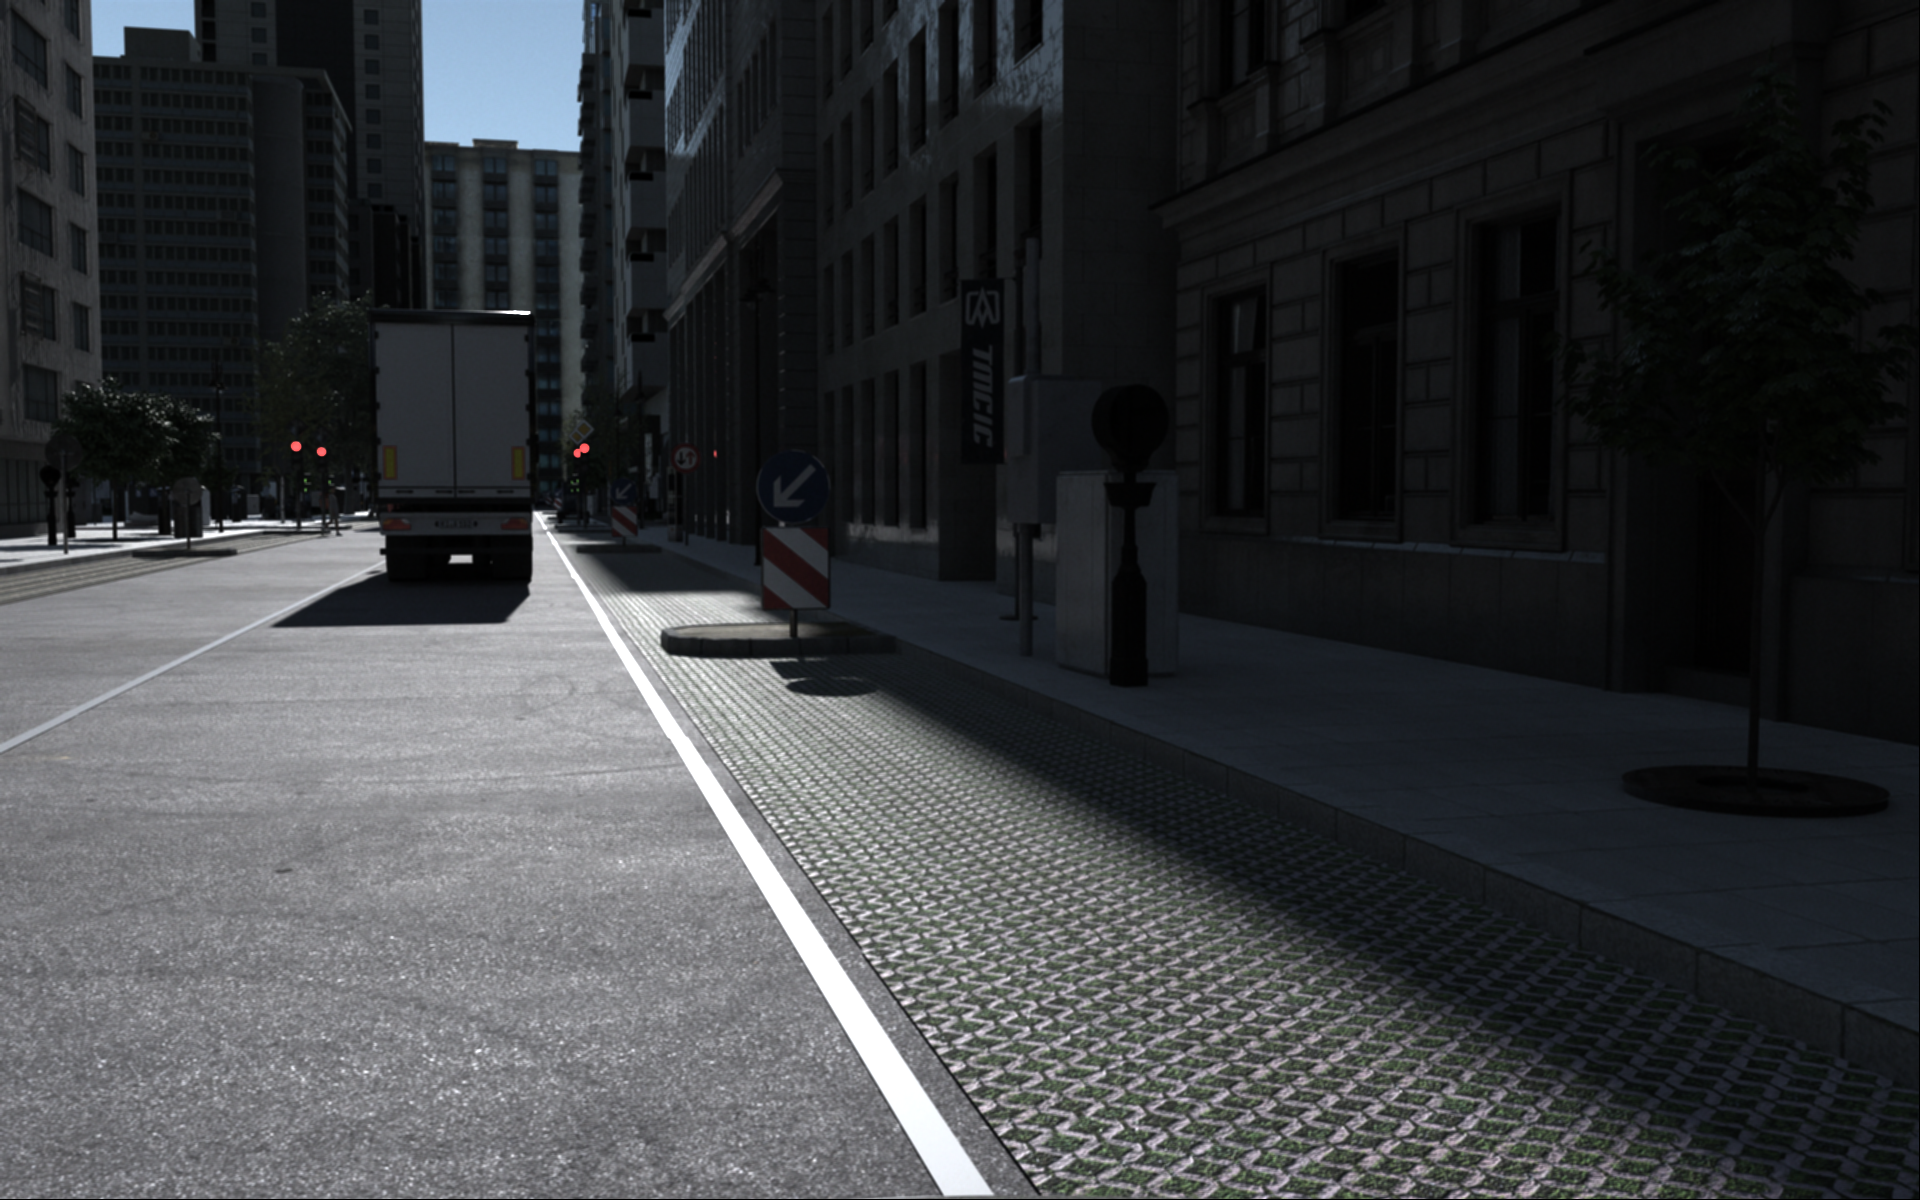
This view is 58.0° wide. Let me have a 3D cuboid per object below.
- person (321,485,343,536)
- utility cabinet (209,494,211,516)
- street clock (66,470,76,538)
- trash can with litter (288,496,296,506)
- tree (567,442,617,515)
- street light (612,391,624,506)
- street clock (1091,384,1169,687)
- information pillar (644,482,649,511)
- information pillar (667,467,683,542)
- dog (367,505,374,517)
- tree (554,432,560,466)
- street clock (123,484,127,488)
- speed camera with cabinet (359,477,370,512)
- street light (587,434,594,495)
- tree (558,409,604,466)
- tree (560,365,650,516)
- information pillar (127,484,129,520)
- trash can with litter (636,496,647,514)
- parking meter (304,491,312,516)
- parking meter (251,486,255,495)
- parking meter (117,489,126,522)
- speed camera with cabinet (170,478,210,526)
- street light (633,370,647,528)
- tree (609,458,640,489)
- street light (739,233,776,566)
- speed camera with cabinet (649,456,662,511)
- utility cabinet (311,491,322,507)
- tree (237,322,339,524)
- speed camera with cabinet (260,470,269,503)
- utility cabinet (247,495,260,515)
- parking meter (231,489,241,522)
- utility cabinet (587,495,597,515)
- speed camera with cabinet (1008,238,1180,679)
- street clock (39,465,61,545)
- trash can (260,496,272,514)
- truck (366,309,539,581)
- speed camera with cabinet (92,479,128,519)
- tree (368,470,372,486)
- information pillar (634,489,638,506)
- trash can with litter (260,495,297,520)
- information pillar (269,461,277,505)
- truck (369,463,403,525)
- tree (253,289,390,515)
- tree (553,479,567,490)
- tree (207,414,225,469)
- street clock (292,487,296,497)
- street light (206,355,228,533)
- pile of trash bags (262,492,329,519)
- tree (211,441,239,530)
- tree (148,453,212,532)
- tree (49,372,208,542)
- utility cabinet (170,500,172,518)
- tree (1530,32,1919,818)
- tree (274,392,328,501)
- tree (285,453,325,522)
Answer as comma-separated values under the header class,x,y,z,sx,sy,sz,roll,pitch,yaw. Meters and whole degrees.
class,x,y,z,sx,sy,sz,roll,pitch,yaw
person,-21.376,-3.040,58.955,0.466,1.731,0.760,2,4,35
utility cabinet,-44.073,-5.612,100.441,1.173,1.500,0.318,0,4,4
street clock,-25.961,-2.811,50.530,0.358,2.002,0.471,0,4,-7
trash can with litter,-47.624,-6.865,123.631,0.624,1.170,1.055,0,4,-4
tree,-22.708,-7.582,107.687,4.285,4.588,4.351,0,3,0
street light,-15.367,-6.423,77.812,0.468,5.910,1.993,-1,4,-14
street clock,1.131,-0.427,11.552,0.471,2.002,0.358,-2,4,-26
information pillar,-19.046,-6.179,105.511,0.304,2.012,0.304,1,4,14
information pillar,-7.655,-2.573,46.559,0.304,2.012,0.304,2,4,29
dog,-33.366,-4.982,98.296,0.513,0.831,0.800,0,4,-5
tree,-34.347,-12.565,155.801,4.737,8.622,4.395,0,3,0
street clock,-58.868,-7.204,122.354,0.358,2.002,0.471,1,4,20
speed camera with cabinet,-43.448,-8.028,125.594,0.660,3.252,2.038,0,4,2
street light,-23.747,-8.477,111.389,0.468,5.910,1.993,-1,4,-14
tree,-32.759,-12.207,149.948,4.360,8.622,3.978,0,3,0
tree,-20.079,-9.159,100.111,4.737,8.622,4.395,0,3,0
information pillar,-39.958,-4.836,83.557,0.304,2.012,0.304,-1,4,-13
trash can with litter,-17.912,-5.337,98.651,1.055,1.170,0.624,1,4,18
parking meter,-37.650,-5.602,100.000,0.372,1.533,0.369,0,3,0
parking meter,-53.885,-7.724,132.005,0.255,1.863,0.399,-1,4,-13
parking meter,-38.738,-4.376,79.961,0.372,1.533,0.369,0,3,0
speed camera with cabinet,-30.551,-4.544,68.627,0.660,3.252,2.038,0,4,6
street light,-11.876,-5.604,64.414,0.468,5.910,1.993,-1,4,-14
tree,-18.082,-5.983,92.428,1.663,3.219,1.824,0,3,0
street light,-3.617,-3.558,30.955,0.468,5.910,1.993,-1,4,-14
speed camera with cabinet,-15.282,-5.834,89.716,0.660,3.252,2.038,2,4,25
utility cabinet,-47.713,-7.302,128.068,0.318,1.500,1.173,2,4,26
tree,-29.231,-7.615,74.862,4.737,8.622,4.395,0,3,0
speed camera with cabinet,-52.841,-8.403,131.730,0.660,3.252,2.038,-2,4,-27
utility cabinet,-43.016,-5.740,105.014,0.306,1.237,1.020,3,4,38
parking meter,-33.062,-4.324,79.107,0.372,1.533,0.369,0,3,0
utility cabinet,-22.263,-5.725,104.765,0.306,1.237,1.020,-2,4,-31
speed camera with cabinet,0.959,-1.136,12.907,0.660,3.252,2.038,-1,4,-18
street clock,-22.849,-2.384,43.549,0.471,2.002,0.358,-2,4,-24
trash can,-42.934,-5.845,107.225,0.748,1.137,0.748,0,3,0
truck,-9.144,-2.630,31.912,2.839,4.237,11.283,-1,4,-15
speed camera with cabinet,-44.090,-5.866,90.239,2.038,3.252,0.660,0,4,2
tree,-44.291,-9.202,134.166,4.285,4.588,4.351,0,3,0
information pillar,-27.266,-8.641,145.774,0.304,2.012,0.304,-2,4,-25
trash can with litter,-33.709,-4.564,85.673,2.233,1.210,1.678,-2,4,-35
information pillar,-46.739,-7.736,117.832,0.504,3.616,0.183,0,4,5
truck,-24.150,-5.371,76.728,2.839,4.237,11.283,-1,4,-12
tree,-37.864,-12.230,106.623,9.857,13.997,8.962,0,3,0
tree,-48.882,-13.258,211.361,1.663,3.219,1.824,0,3,0
tree,-24.648,-4.286,53.797,4.285,4.588,4.351,0,3,0
street clock,-52.689,-8.121,137.342,0.471,2.002,0.358,-1,4,-12
street light,-24.690,-5.193,57.701,0.468,5.910,1.993,-1,4,-14
pile of trash bags,-34.497,-4.930,90.349,1.912,1.369,3.447,3,5,43
tree,-26.723,-4.148,62.427,1.663,3.219,1.824,0,3,0
tree,-26.774,-3.941,59.038,1.663,3.219,1.824,0,3,0
tree,-22.777,-3.844,46.571,4.285,4.588,4.351,0,3,0
utility cabinet,-42.321,-5.126,92.496,0.318,1.500,1.173,-2,4,-28
tree,3.492,-0.778,7.323,1.663,3.219,1.824,0,3,0
tree,-45.885,-10.411,120.577,4.360,8.622,3.978,0,3,0
tree,-30.365,-5.223,80.004,1.663,3.219,1.824,0,3,0
